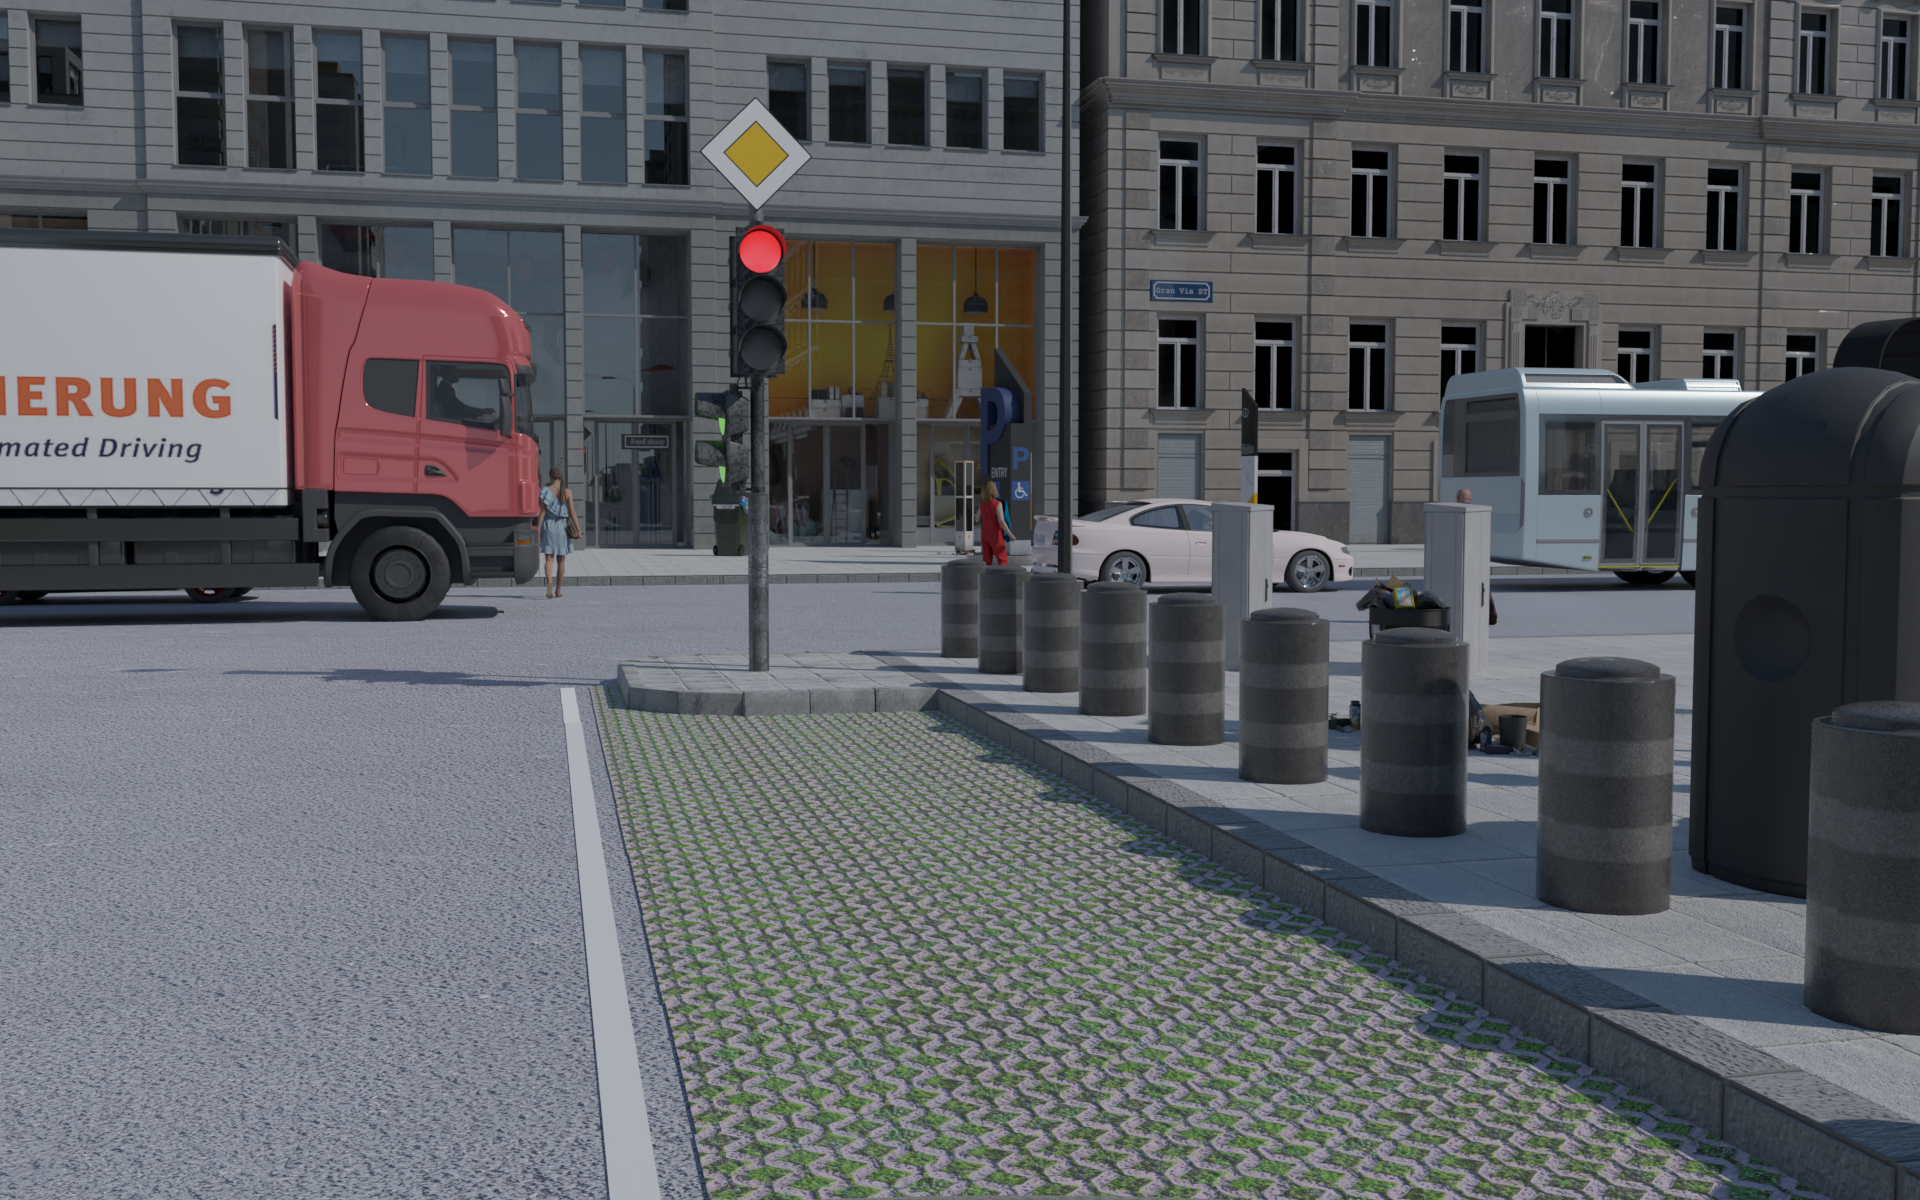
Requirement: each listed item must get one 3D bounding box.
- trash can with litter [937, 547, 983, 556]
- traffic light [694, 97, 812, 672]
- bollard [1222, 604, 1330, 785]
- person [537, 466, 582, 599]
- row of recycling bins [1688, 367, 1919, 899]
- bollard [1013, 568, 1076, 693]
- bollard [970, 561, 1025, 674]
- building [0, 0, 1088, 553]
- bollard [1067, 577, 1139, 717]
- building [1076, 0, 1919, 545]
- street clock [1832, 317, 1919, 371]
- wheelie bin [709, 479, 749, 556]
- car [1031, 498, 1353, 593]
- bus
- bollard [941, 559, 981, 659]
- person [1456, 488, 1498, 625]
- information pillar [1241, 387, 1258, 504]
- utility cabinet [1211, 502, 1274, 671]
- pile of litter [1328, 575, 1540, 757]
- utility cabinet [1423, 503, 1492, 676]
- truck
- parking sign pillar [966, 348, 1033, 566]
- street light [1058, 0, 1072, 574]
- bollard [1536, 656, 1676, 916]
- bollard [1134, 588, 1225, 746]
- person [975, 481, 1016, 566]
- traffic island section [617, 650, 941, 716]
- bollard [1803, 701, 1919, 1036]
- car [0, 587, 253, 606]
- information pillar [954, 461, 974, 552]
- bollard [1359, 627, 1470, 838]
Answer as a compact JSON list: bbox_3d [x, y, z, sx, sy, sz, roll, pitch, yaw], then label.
[{"bbox_3d":[0.458,-1.559,36.543,1.678,1.210,2.233,-3,5,-41],"label":"trash can with litter"},{"bbox_3d":[-1.476,-1.439,12.442,0.839,4.253,0.868,-1,4,-13],"label":"traffic light"},{"bbox_3d":[1.459,0.422,7.812,0.404,0.777,0.398,0,3,0],"label":"bollard"},{"bbox_3d":[-5.521,-0.930,23.803,0.616,1.811,0.778,0,4,-8],"label":"person"},{"bbox_3d":[4.263,0.073,5.925,3.534,1.692,1.069,-1,4,-10],"label":"row of recycling bins"},{"bbox_3d":[0.608,0.207,11.330,0.404,0.777,0.398,0,3,0],"label":"bollard"},{"bbox_3d":[0.330,0.136,12.499,0.404,0.777,0.398,0,3,0],"label":"bollard"},{"bbox_3d":[-12.708,-16.243,43.059,29.804,29.767,11.434,-1,4,-13],"label":"building"},{"bbox_3d":[0.896,0.279,10.148,0.404,0.777,0.398,0,3,0],"label":"bollard"},{"bbox_3d":[13.984,-15.430,49.549,25.104,27.353,12.463,-1,4,-13],"label":"building"},{"bbox_3d":[3.878,-0.163,7.230,0.471,2.002,0.358,-1,4,-23],"label":"street clock"},{"bbox_3d":[-4.737,-1.710,35.861,0.980,1.594,0.693,1,4,18],"label":"wheelie bin"},{"bbox_3d":[3.447,-0.811,25.622,4.827,1.381,2.083,-1,4,-12],"label":"car"},{"bbox_3d":[14.266,-1.997,27.509,13.247,3.499,2.948,-1,4,-13],"label":"bus"},{"bbox_3d":[0.048,0.064,13.679,0.404,0.777,0.398,0,3,0],"label":"bollard"},{"bbox_3d":[5.620,-0.484,19.110,0.574,1.496,0.600,1,4,10],"label":"person"},{"bbox_3d":[6.327,-2.849,37.937,0.183,3.616,0.504,-2,4,-29],"label":"information pillar"},{"bbox_3d":[2.128,-0.111,12.985,0.306,1.237,1.020,1,4,19],"label":"utility cabinet"},{"bbox_3d":[2.589,0.287,9.267,1.176,0.858,1.719,0,4,-3],"label":"pile of litter"},{"bbox_3d":[3.578,-0.078,12.430,0.306,1.237,1.020,2,4,27],"label":"utility cabinet"},{"bbox_3d":[-9.859,-1.872,19.520,11.283,4.237,2.839,-1,4,-15],"label":"truck"},{"bbox_3d":[0.830,-2.628,31.439,1.447,3.967,1.447,-1,4,-23],"label":"parking sign pillar"},{"bbox_3d":[0.207,-2.405,11.867,1.470,5.913,1.316,-1,4,-13],"label":"street light"},{"bbox_3d":[2.028,0.567,5.442,0.404,0.777,0.398,0,3,0],"label":"bollard"},{"bbox_3d":[1.174,0.351,8.979,0.404,0.777,0.398,0,3,0],"label":"bollard"},{"bbox_3d":[0.503,-0.886,24.696,0.444,1.614,0.593,-1,4,-21],"label":"person"},{"bbox_3d":[-1.434,0.594,12.566,2.009,0.180,2.903,-1,4,-13],"label":"traffic island section"},{"bbox_3d":[2.309,0.639,4.268,0.404,0.777,0.398,0,3,0],"label":"bollard"},{"bbox_3d":[-11.337,-0.815,23.119,4.222,1.686,2.009,-1,4,-12],"label":"car"},{"bbox_3d":[0.090,-2.072,38.362,0.304,2.012,0.304,3,5,40],"label":"information pillar"},{"bbox_3d":[1.739,0.494,6.636,0.404,0.777,0.398,0,3,0],"label":"bollard"}]
